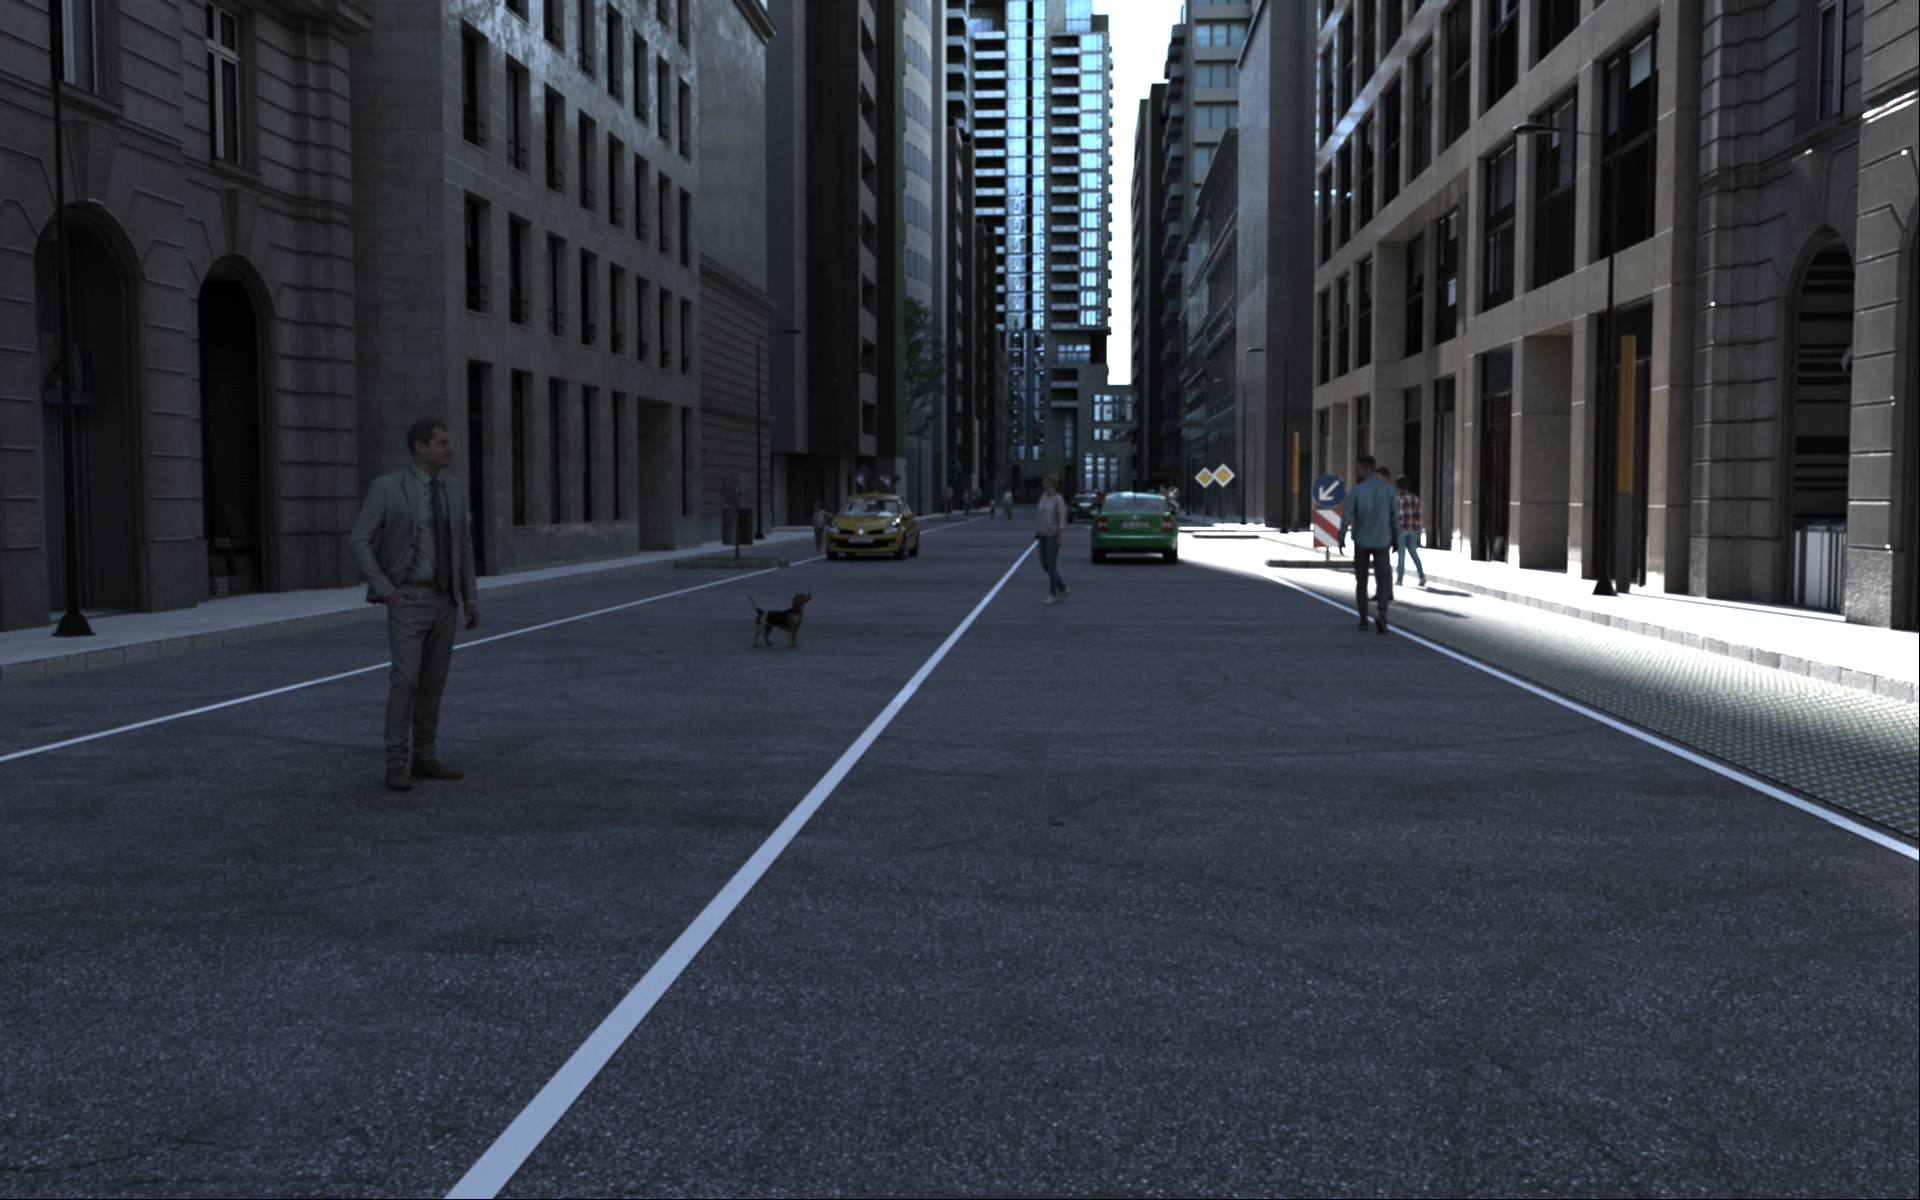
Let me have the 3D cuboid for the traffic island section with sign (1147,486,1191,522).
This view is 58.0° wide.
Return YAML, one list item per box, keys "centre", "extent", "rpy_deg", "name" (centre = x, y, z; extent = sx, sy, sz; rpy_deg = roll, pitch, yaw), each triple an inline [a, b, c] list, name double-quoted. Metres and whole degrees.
- centre: [10.759, -4.895, 88.664]
  extent: [1.989, 1.847, 2.006]
  rpy_deg: [0, 4, 4]
  name: "traffic island section with sign"

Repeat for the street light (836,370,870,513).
- centre: [-4.070, -5.642, 64.780]
  extent: [1.470, 5.913, 1.316]
  rpy_deg: [0, 4, 4]
  name: "street light"

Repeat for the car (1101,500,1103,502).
- centre: [8.754, -5.342, 96.142]
  extent: [1.959, 1.807, 4.718]
  rpy_deg: [0, 4, 2]
  name: "car"

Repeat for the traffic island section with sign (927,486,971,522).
- centre: [-0.619, -4.943, 89.449]
  extent: [1.989, 1.847, 2.006]
  rpy_deg: [0, 4, 4]
  name: "traffic island section with sign"

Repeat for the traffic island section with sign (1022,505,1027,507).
- centre: [6.525, -11.330, 193.868]
  extent: [1.989, 1.847, 2.006]
  rpy_deg: [0, 4, 4]
  name: "traffic island section with sign"

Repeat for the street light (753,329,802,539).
- centre: [-5.147, -4.669, 48.874]
  extent: [1.470, 5.913, 1.316]
  rpy_deg: [0, 4, 4]
  name: "street light"

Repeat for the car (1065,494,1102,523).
- centre: [6.330, -4.608, 87.141]
  extent: [2.131, 1.459, 4.920]
  rpy_deg: [0, 4, 5]
  name: "car"

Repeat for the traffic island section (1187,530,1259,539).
- centre: [8.536, -2.072, 56.156]
  extent: [2.009, 0.180, 2.903]
  rpy_deg: [0, 4, 4]
  name: "traffic island section"

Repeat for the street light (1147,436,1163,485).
- centre: [15.633, -10.146, 138.426]
  extent: [1.470, 5.913, 1.316]
  rpy_deg: [0, 4, 4]
  name: "street light"

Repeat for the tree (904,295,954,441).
- centre: [-3.908, -9.691, 84.197]
  extent: [9.928, 11.665, 9.643]
  rpy_deg: [0, 3, 0]
  name: "tree"

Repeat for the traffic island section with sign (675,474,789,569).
- centre: [-4.412, -1.551, 33.988]
  extent: [1.989, 1.847, 2.006]
  rpy_deg: [0, 4, 4]
  name: "traffic island section with sign"

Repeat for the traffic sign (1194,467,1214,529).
- centre: [9.057, -3.694, 64.047]
  extent: [0.795, 2.450, 0.064]
  rpy_deg: [0, 4, 4]
  name: "traffic sign"

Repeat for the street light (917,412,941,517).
- centre: [-1.753, -7.699, 98.425]
  extent: [1.470, 5.913, 1.316]
  rpy_deg: [0, 4, 4]
  name: "street light"

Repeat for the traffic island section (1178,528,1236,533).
- centre: [9.081, -2.559, 64.122]
  extent: [2.009, 0.180, 2.903]
  rpy_deg: [0, 4, 4]
  name: "traffic island section"

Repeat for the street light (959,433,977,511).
- centre: [0.590, -9.744, 131.860]
  extent: [1.470, 5.913, 1.316]
  rpy_deg: [0, 4, 4]
  name: "street light"

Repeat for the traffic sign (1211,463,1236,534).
- centre: [8.512, -3.207, 56.080]
  extent: [0.795, 2.450, 0.064]
  rpy_deg: [0, 4, 4]
  name: "traffic sign"

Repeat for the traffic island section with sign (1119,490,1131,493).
- centre: [17.874, -11.248, 192.533]
  extent: [1.989, 1.847, 2.006]
  rpy_deg: [0, 4, 4]
  name: "traffic island section with sign"

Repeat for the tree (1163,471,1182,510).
- centre: [17.721, -9.209, 145.174]
  extent: [1.663, 3.219, 1.824]
  rpy_deg: [0, 3, 0]
  name: "tree"

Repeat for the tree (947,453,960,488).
- centre: [-1.507, -8.524, 123.088]
  extent: [4.285, 4.588, 4.351]
  rpy_deg: [0, 3, 0]
  name: "tree"

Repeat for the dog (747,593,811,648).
- centre: [-1.698, 0.185, 16.266]
  extent: [0.540, 0.507, 0.406]
  rpy_deg: [-1, 4, -17]
  name: "dog"

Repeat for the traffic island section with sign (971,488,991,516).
- centre: [1.219, -6.594, 116.442]
  extent: [1.989, 1.847, 2.006]
  rpy_deg: [0, 4, 4]
  name: "traffic island section with sign"

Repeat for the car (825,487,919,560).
- centre: [-1.937, -1.746, 38.773]
  extent: [2.015, 1.641, 3.980]
  rpy_deg: [0, 4, 5]
  name: "car"

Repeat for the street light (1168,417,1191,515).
- centre: [13.271, -8.081, 104.666]
  extent: [1.470, 5.913, 1.316]
  rpy_deg: [0, 4, 4]
  name: "street light"

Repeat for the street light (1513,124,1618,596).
- centre: [7.640, -3.017, 21.865]
  extent: [1.470, 5.913, 1.316]
  rpy_deg: [0, 4, 4]
  name: "street light"

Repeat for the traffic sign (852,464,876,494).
- centre: [-3.154, -3.257, 56.896]
  extent: [0.795, 2.450, 0.064]
  rpy_deg: [0, 4, 4]
  name: "traffic sign"

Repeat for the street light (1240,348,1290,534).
- centre: [9.830, -5.060, 55.272]
  extent: [1.470, 5.913, 1.316]
  rpy_deg: [0, 4, 4]
  name: "street light"

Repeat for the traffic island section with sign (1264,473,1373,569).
- centre: [7.032, -1.555, 34.057]
  extent: [1.989, 1.847, 2.006]
  rpy_deg: [0, 4, 4]
  name: "traffic island section with sign"

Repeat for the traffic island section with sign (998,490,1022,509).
- centre: [4.683, -9.685, 166.976]
  extent: [1.989, 1.847, 2.006]
  rpy_deg: [0, 4, 4]
  name: "traffic island section with sign"

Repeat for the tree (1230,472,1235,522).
- centre: [12.920, -5.176, 79.234]
  extent: [1.663, 3.219, 1.824]
  rpy_deg: [0, 3, 0]
  name: "tree"

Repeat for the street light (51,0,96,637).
- centre: [-7.494, -2.626, 15.478]
  extent: [1.470, 5.913, 1.316]
  rpy_deg: [0, 4, 4]
  name: "street light"

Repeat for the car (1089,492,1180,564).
- centre: [3.727, -1.724, 36.988]
  extent: [1.959, 1.807, 4.718]
  rpy_deg: [0, 4, 6]
  name: "car"

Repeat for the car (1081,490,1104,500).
- centre: [11.059, -8.445, 146.756]
  extent: [2.281, 1.827, 5.304]
  rpy_deg: [0, 4, 5]
  name: "car"

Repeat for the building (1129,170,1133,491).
- centre: [29.707, -35.406, 229.001]
  extent: [14.200, 45.320, 14.600]
  rpy_deg: [0, 4, 4]
  name: "building"

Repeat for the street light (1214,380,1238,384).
- centre: [11.067, -6.008, 70.774]
  extent: [1.470, 5.913, 1.316]
  rpy_deg: [0, 4, 4]
  name: "street light"

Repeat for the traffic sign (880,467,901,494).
- centre: [-2.609, -3.744, 64.862]
  extent: [0.795, 2.450, 0.064]
  rpy_deg: [0, 4, 4]
  name: "traffic sign"
